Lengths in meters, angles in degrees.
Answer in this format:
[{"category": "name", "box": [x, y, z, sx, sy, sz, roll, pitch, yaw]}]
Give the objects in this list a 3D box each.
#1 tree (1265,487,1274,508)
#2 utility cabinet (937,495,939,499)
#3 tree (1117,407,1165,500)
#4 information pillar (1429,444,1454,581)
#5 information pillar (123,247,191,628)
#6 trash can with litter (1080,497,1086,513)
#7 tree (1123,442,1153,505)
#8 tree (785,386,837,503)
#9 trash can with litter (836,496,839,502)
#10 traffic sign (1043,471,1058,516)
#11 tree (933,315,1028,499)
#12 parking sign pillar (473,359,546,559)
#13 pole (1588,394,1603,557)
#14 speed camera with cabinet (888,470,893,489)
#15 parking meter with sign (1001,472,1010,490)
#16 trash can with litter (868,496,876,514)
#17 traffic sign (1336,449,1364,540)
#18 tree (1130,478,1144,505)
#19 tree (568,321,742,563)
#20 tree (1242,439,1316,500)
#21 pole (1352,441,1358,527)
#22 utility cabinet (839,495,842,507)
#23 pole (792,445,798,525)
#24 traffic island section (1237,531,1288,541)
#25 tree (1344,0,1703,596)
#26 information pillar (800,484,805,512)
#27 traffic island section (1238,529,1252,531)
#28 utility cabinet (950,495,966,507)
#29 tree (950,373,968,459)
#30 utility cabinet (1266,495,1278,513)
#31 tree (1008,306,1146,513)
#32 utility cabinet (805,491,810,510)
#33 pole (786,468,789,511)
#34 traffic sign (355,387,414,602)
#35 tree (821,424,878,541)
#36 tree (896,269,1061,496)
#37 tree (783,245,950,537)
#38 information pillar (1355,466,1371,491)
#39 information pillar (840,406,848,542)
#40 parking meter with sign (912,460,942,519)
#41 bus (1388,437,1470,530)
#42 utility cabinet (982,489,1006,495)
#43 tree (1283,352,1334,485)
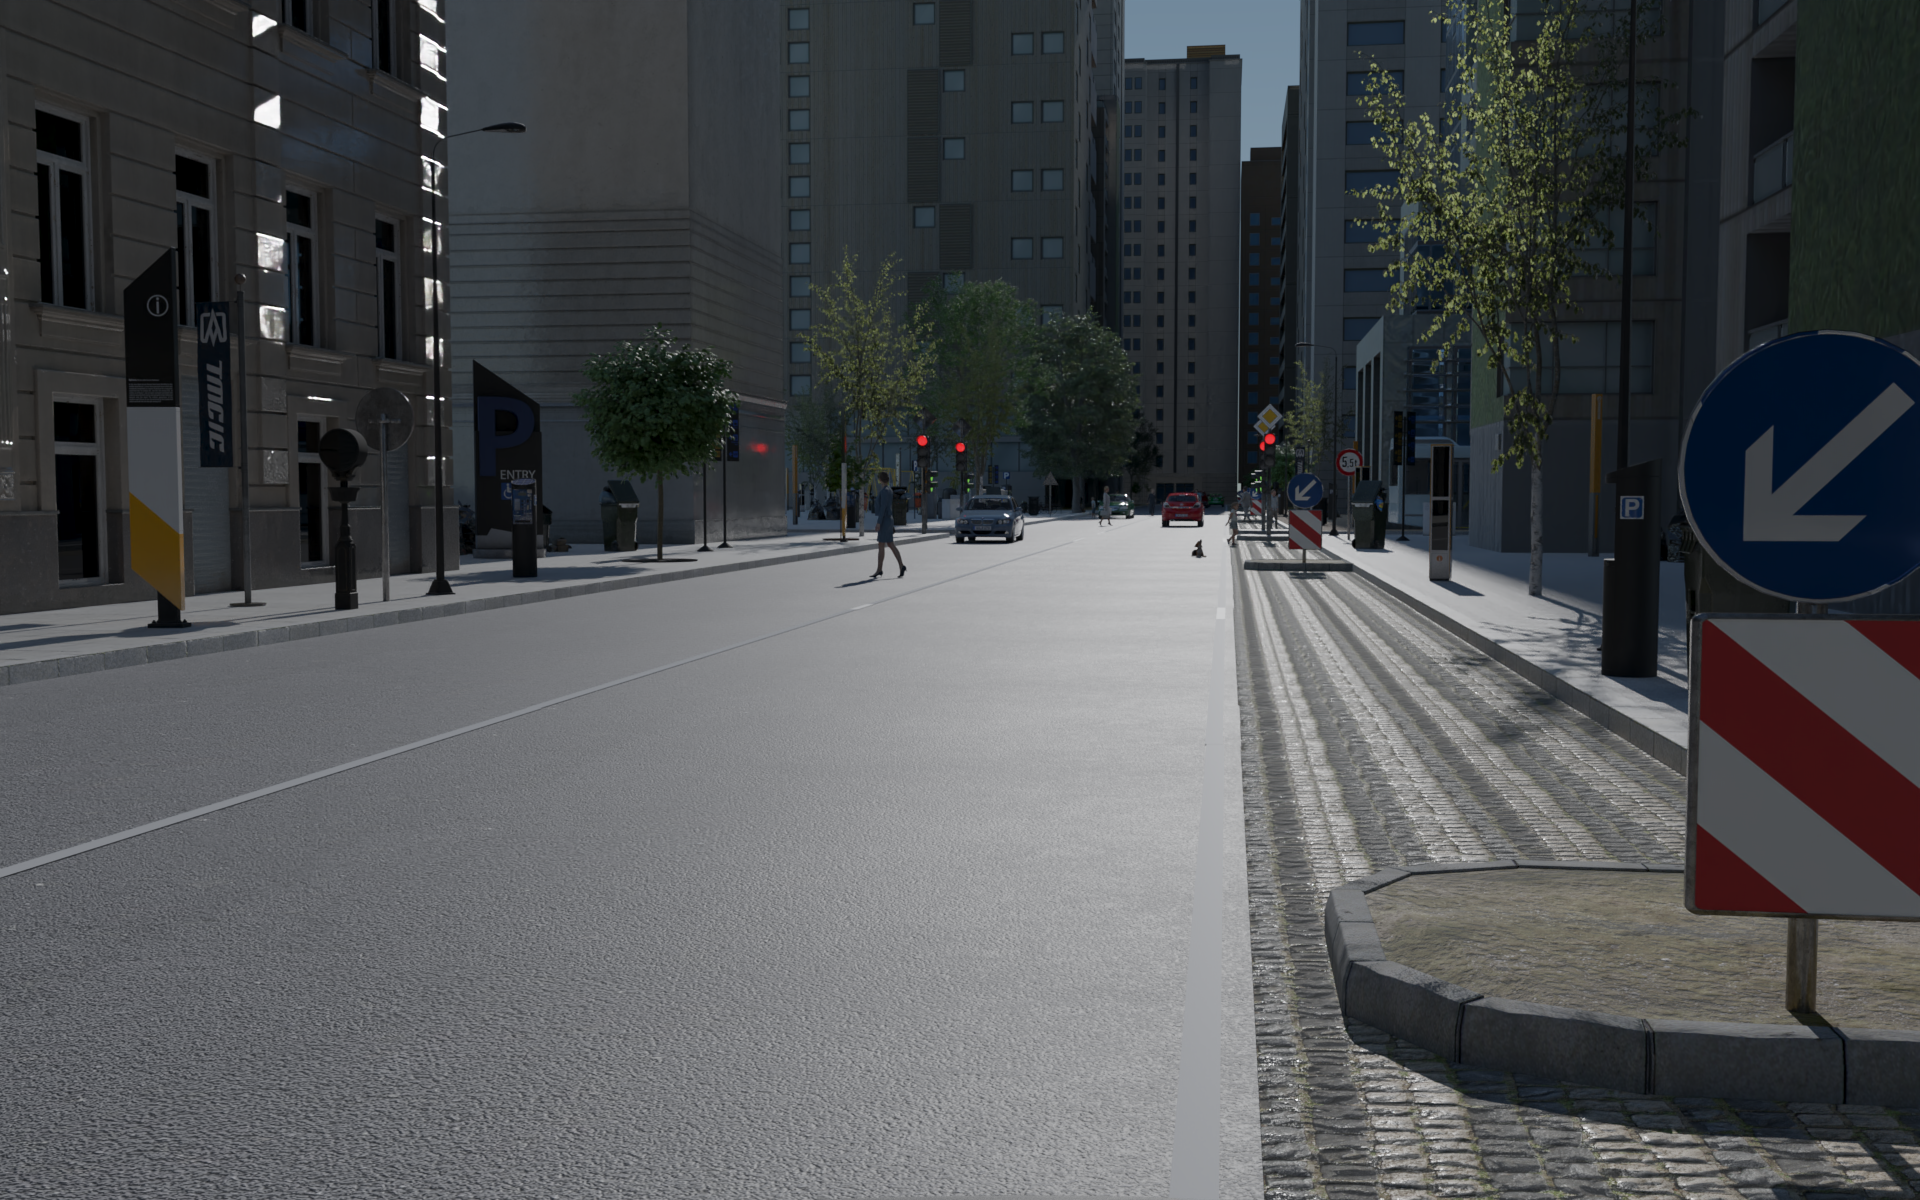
[{"category": "tree", "box": [29.244, -10.378, 164.286, 1.663, 3.219, 1.824, 0, 3, 0]}, {"category": "utility cabinet", "box": [-2.145, -7.556, 134.704, 1.020, 1.237, 0.306, 0, 4, 5]}, {"category": "tree", "box": [18.595, -15.348, 185.355, 7.601, 10.594, 8.767, -2, 4, -25]}, {"category": "information pillar", "box": [7.105, -1.289, 25.561, 0.304, 2.012, 0.304, 1, 4, 21]}, {"category": "information pillar", "box": [-7.679, -1.540, 16.536, 0.504, 3.616, 0.183, 0, 3, 0]}, {"category": "trash can with litter", "box": [8.144, -6.529, 118.138, 0.624, 1.170, 1.055, 2, 4, 29]}, {"category": "tree", "box": [21.613, -15.797, 208.647, 4.737, 8.622, 4.395, 0, 3, 0]}, {"category": "tree", "box": [-9.790, -10.126, 115.914, 4.737, 8.622, 4.395, 0, 3, 0]}, {"category": "trash can with litter", "box": [-8.536, -7.056, 126.424, 2.233, 1.210, 1.678, 2, 4, 25]}, {"category": "traffic sign", "box": [5.192, -6.093, 99.617, 0.884, 2.594, 0.081, 1, 4, 13]}, {"category": "tree", "box": [0.845, -7.430, 71.844, 4.737, 8.622, 4.395, 0, 3, 0]}, {"category": "parking sign pillar", "box": [-9.091, -2.837, 34.853, 1.447, 3.967, 1.447, -1, 4, -20]}, {"category": "pole", "box": [12.977, -2.540, 35.372, 0.158, 3.312, 0.155, 0, 3, 0]}, {"category": "speed camera with cabinet", "box": [-5.028, -8.861, 139.205, 0.660, 3.252, 2.038, -3, 5, -44]}, {"category": "parking meter with sign", "box": [3.502, -8.601, 136.879, 0.543, 3.016, 1.738, 1, 4, 13]}, {"category": "trash can with litter", "box": [-5.448, -6.241, 113.429, 0.624, 1.170, 1.055, 3, 5, 45]}, {"category": "traffic sign", "box": [10.915, -2.963, 48.554, 0.768, 2.556, 0.104, 1, 4, 18]}, {"category": "tree", "box": [20.692, -12.743, 202.943, 1.663, 3.219, 1.824, 0, 3, 0]}, {"category": "tree", "box": [-5.781, -3.006, 32.862, 4.285, 4.588, 4.351, 0, 3, 0]}, {"category": "tree", "box": [19.717, -7.378, 104.344, 4.285, 4.588, 4.351, 0, 3, 0]}, {"category": "pole", "box": [15.242, -4.464, 66.832, 0.158, 3.312, 0.155, 0, 3, 0]}, {"category": "utility cabinet", "box": [-8.406, -6.815, 122.581, 0.306, 1.237, 1.020, 0, 4, -5]}, {"category": "pole", "box": [-6.882, -4.797, 72.269, 0.158, 3.312, 0.155, 0, 3, 0]}, {"category": "traffic island section", "box": [9.638, -1.938, 53.961, 2.009, 0.180, 2.903, 1, 4, 9]}, {"category": "tree", "box": [7.060, -4.365, 21.729, 4.360, 8.622, 3.978, 0, 3, 0]}, {"category": "information pillar", "box": [-11.410, -7.389, 125.297, 0.304, 2.012, 0.304, -2, 4, -27]}, {"category": "traffic island section", "box": [10.855, -2.420, 61.853, 2.009, 0.180, 2.903, 1, 4, 9]}, {"category": "utility cabinet", "box": [-0.123, -6.349, 114.972, 1.020, 1.237, 0.306, 0, 4, 8]}, {"category": "tree", "box": [-1.672, -9.033, 98.051, 4.360, 8.622, 3.978, 0, 3, 0]}, {"category": "utility cabinet", "box": [21.312, -6.541, 118.106, 0.306, 1.237, 1.020, -2, 4, -25]}, {"category": "tree", "box": [7.748, -12.818, 116.236, 9.857, 13.997, 8.962, 0, 3, 0]}, {"category": "utility cabinet", "box": [-12.057, -7.812, 136.405, 0.318, 1.500, 1.173, -1, 4, -12]}, {"category": "pole", "box": [-13.434, -8.622, 134.820, 0.158, 3.312, 0.155, 0, 3, 0]}, {"category": "traffic sign", "box": [-6.861, -1.256, 20.634, 0.768, 2.556, 0.104, 1, 4, 12]}, {"category": "tree", "box": [-3.327, -3.253, 47.782, 1.663, 3.219, 1.824, 0, 3, 0]}, {"category": "tree", "box": [0.887, -9.411, 79.621, 9.928, 11.665, 9.643, 0, 3, 0]}, {"category": "tree", "box": [-2.734, -6.224, 52.118, 4.360, 8.622, 3.978, 0, 3, 0]}, {"category": "information pillar", "box": [10.614, -2.520, 45.688, 0.304, 2.012, 0.304, -1, 4, -20]}, {"category": "information pillar", "box": [-3.105, -3.368, 46.414, 0.183, 3.616, 0.504, 0, 4, 2]}, {"category": "parking meter with sign", "box": [-1.565, -5.693, 89.347, 1.738, 3.016, 0.543, 1, 4, 19]}, {"category": "bus", "box": [20.696, -3.718, 55.650, 13.247, 3.499, 2.948, 0, 4, 7]}, {"category": "utility cabinet", "box": [1.440, -4.460, 81.599, 1.173, 1.500, 0.318, 2, 4, 25]}, {"category": "tree", "box": [18.735, -8.595, 90.896, 4.360, 8.622, 3.978, 0, 3, 0]}]
